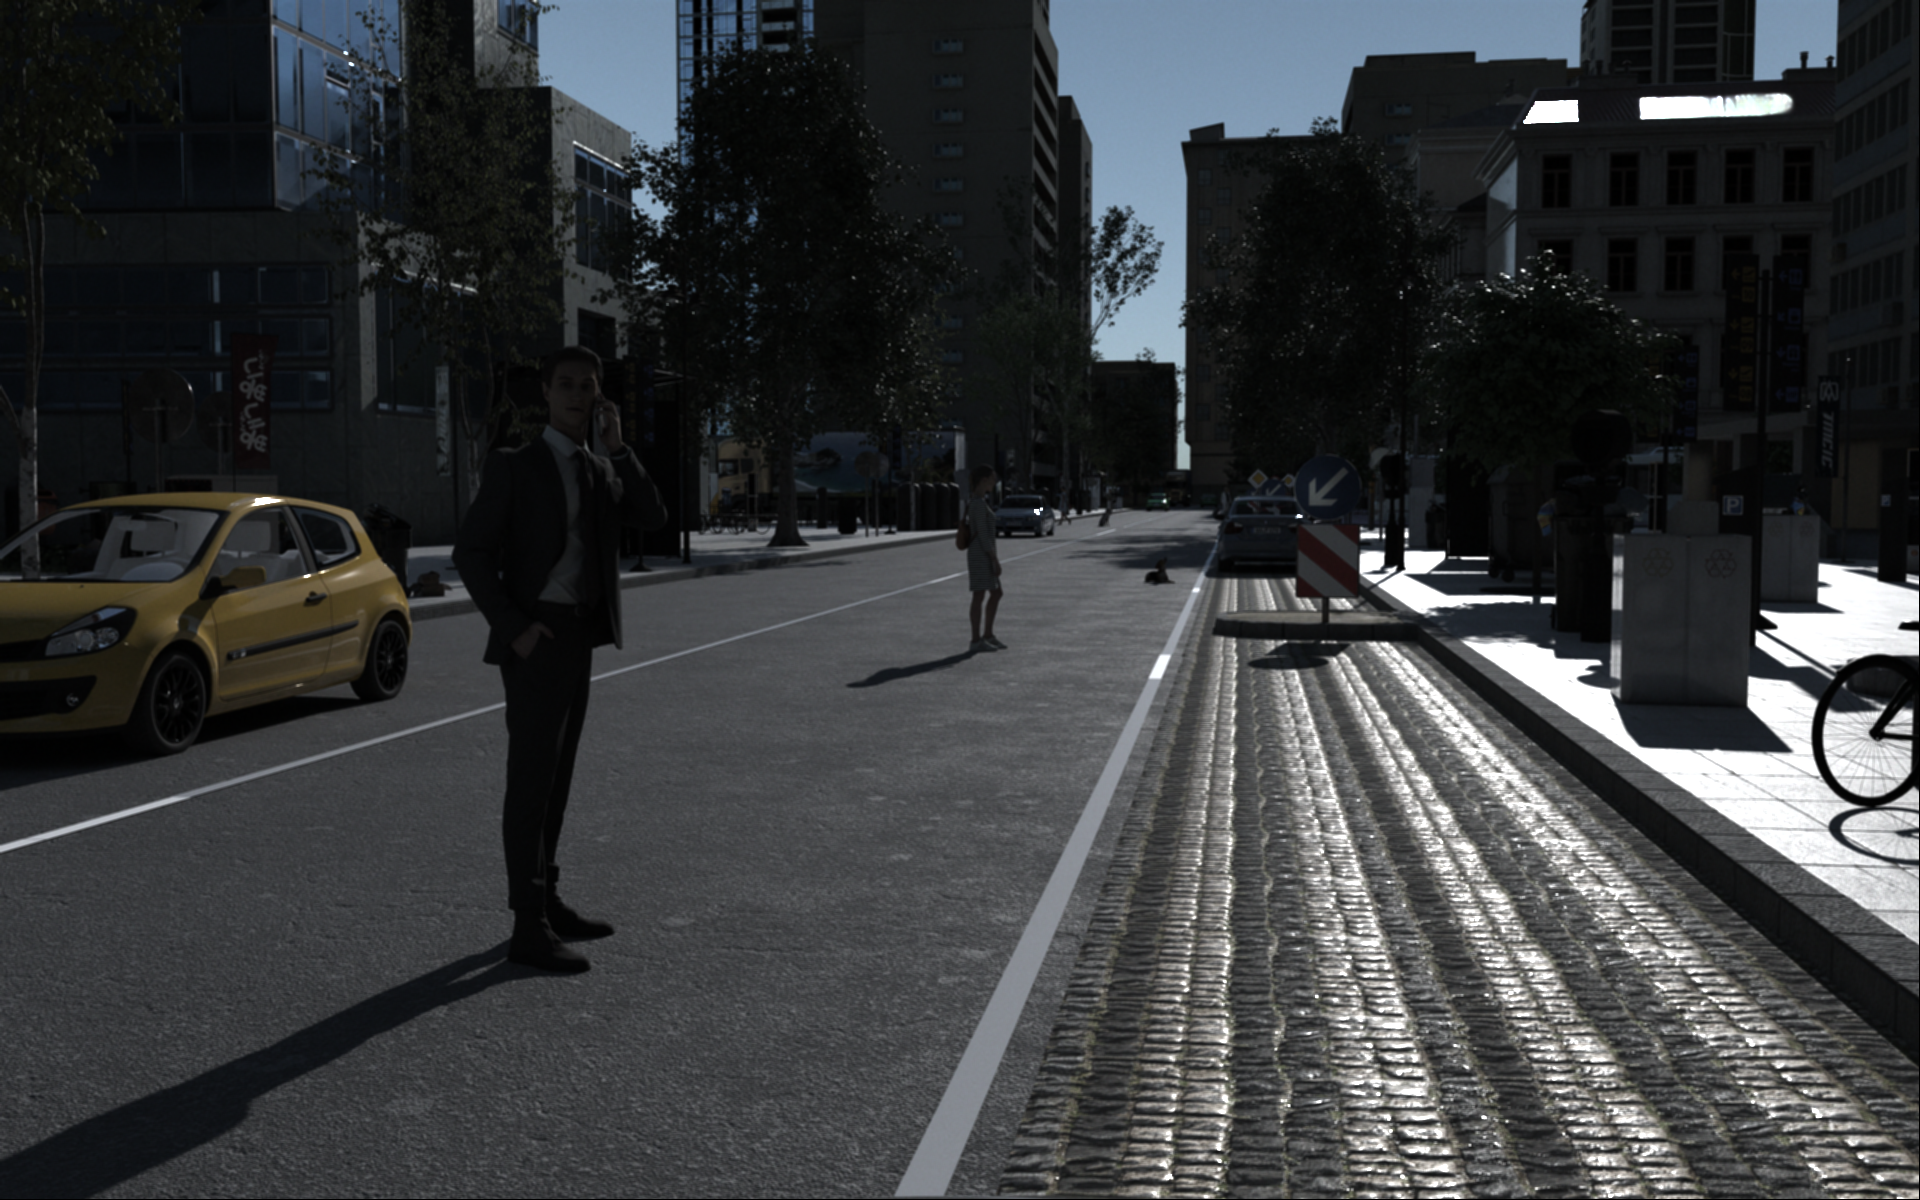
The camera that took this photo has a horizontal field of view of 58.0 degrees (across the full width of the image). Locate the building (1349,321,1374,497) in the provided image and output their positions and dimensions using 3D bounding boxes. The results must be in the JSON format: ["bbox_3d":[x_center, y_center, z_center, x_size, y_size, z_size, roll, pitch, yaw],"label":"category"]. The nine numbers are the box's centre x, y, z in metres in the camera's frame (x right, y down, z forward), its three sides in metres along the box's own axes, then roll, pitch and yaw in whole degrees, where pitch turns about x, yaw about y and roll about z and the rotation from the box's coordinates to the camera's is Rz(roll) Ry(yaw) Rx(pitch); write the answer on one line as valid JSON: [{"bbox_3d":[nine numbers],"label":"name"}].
[{"bbox_3d":[51.419,-19.450,163.039,27.650,21.520,28.899,1,4,9],"label":"building"}]

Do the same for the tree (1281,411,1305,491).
[{"bbox_3d":[25.146,-11.054,131.088,4.737,8.622,4.395,0,3,0],"label":"tree"}]

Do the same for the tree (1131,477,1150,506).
[{"bbox_3d":[19.722,-12.043,191.509,1.663,3.219,1.824,0,3,0],"label":"tree"}]

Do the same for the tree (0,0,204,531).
[{"bbox_3d":[-8.243,-3.934,14.687,4.737,8.622,4.395,0,3,0],"label":"tree"}]

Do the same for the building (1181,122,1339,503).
[{"bbox_3d":[46.398,-40.570,252.559,27.495,52.752,28.713,1,4,9],"label":"building"}]

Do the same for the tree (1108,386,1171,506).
[{"bbox_3d":[18.813,-16.178,182.640,7.486,12.596,7.792,0,3,0],"label":"tree"}]

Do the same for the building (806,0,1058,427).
[{"bbox_3d":[-2.486,-33.041,163.923,21.300,48.544,21.600,1,4,9],"label":"building"}]

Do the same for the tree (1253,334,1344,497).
[{"bbox_3d":[20.275,-10.988,105.414,9.928,11.665,9.643,0,3,0],"label":"tree"}]

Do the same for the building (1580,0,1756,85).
[{"bbox_3d":[97.476,-48.963,238.799,20.611,71.187,20.563,1,4,9],"label":"building"}]

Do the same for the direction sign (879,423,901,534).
[{"bbox_3d":[-2.245,-3.882,55.465,0.876,3.537,0.379,2,4,34],"label":"direction sign"}]

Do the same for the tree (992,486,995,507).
[{"bbox_3d":[2.776,-8.909,140.270,1.663,3.219,1.824,0,3,0],"label":"tree"}]

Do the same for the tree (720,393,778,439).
[{"bbox_3d":[-10.959,-8.649,91.769,4.737,8.622,4.395,0,3,0],"label":"tree"}]

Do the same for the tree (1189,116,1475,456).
[{"bbox_3d":[18.684,-14.012,84.993,12.611,20.169,13.585,0,3,0],"label":"tree"}]

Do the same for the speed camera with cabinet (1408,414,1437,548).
[{"bbox_3d":[11.282,-2.930,42.234,0.660,3.252,2.038,1,4,16],"label":"speed camera with cabinet"}]

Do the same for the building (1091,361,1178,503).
[{"bbox_3d":[17.325,-25.235,257.635,28.899,21.520,27.650,1,4,9],"label":"building"}]

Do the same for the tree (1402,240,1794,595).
[{"bbox_3d":[7.514,-2.381,22.639,4.285,4.588,4.351,0,3,0],"label":"tree"}]

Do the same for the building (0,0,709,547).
[{"bbox_3d":[-25.863,-45.065,49.487,31.000,86.520,22.319,1,4,9],"label":"building"}]

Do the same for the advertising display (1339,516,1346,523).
[{"bbox_3d":[14.235,-3.680,65.374,0.123,1.923,0.974,-3,4,-36],"label":"advertising display"}]

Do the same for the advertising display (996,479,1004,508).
[{"bbox_3d":[1.760,-4.350,76.341,0.123,1.923,0.974,-1,4,-13],"label":"advertising display"}]

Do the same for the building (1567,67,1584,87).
[{"bbox_3d":[73.318,-42.959,244.374,28.212,58.520,21.231,1,4,9],"label":"building"}]

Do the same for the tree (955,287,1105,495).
[{"bbox_3d":[3.436,-9.906,87.720,9.928,11.665,9.643,0,3,0],"label":"tree"}]

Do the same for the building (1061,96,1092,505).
[{"bbox_3d":[4.500,-35.828,209.481,21.600,48.544,21.300,1,4,9],"label":"building"}]

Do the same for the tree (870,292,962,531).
[{"bbox_3d":[-1.768,-6.663,59.299,4.360,8.622,3.978,0,3,0],"label":"tree"}]

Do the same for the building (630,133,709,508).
[{"bbox_3d":[-21.459,-55.051,212.747,31.000,86.520,22.319,1,4,9],"label":"building"}]

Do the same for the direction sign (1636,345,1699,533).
[{"bbox_3d":[10.801,-2.111,26.510,0.876,3.537,0.379,1,4,12],"label":"direction sign"}]

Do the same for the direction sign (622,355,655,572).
[{"bbox_3d":[-5.293,-2.239,28.612,0.379,3.537,0.876,1,4,23],"label":"direction sign"}]

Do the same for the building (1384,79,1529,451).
[{"bbox_3d":[37.225,-20.471,120.604,13.634,28.700,20.117,1,4,9],"label":"building"}]

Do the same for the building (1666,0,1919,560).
[{"bbox_3d":[34.177,-21.131,37.372,32.217,40.220,23.993,1,4,9],"label":"building"}]

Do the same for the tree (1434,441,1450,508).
[{"bbox_3d":[17.351,-4.120,61.969,1.663,3.219,1.824,0,3,0],"label":"tree"}]

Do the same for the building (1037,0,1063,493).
[{"bbox_3d":[0.984,-45.612,184.011,20.563,71.187,20.611,1,4,9],"label":"building"}]

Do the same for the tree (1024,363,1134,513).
[{"bbox_3d":[8.605,-11.338,119.788,7.601,10.594,8.767,2,4,30],"label":"tree"}]

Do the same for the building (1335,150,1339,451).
[{"bbox_3d":[52.014,-34.012,206.209,14.600,45.320,14.200,1,4,9],"label":"building"}]

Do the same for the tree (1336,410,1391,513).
[{"bbox_3d":[26.412,-10.056,114.770,4.737,8.622,4.395,0,3,0],"label":"tree"}]

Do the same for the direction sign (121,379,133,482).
[{"bbox_3d":[-16.571,-2.601,34.528,0.379,3.537,0.876,-1,4,-16],"label":"direction sign"}]

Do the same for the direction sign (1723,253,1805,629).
[{"bbox_3d":[7.628,-1.498,16.493,0.876,3.537,0.379,-1,4,-17],"label":"direction sign"}]

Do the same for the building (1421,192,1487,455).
[{"bbox_3d":[32.677,-14.460,101.052,10.561,19.102,19.286,1,4,9],"label":"building"}]

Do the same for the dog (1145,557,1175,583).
[{"bbox_3d":[3.268,-0.487,28.160,0.550,0.427,0.748,1,4,15],"label":"dog"}]

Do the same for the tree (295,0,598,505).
[{"bbox_3d":[-6.835,-4.501,23.955,4.360,8.622,3.978,0,3,0],"label":"tree"}]

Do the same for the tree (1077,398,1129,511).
[{"bbox_3d":[10.527,-11.094,131.741,4.737,8.622,4.395,0,3,0],"label":"tree"}]

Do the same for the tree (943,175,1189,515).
[{"bbox_3d":[4.988,-15.218,104.701,12.611,20.169,13.585,0,3,0],"label":"tree"}]

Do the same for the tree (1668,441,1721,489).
[{"bbox_3d":[22.812,-3.624,53.857,1.663,3.219,1.824,0,3,0],"label":"tree"}]

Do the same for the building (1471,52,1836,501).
[{"bbox_3d":[36.505,-15.190,84.516,21.152,22.565,11.583,1,4,9],"label":"building"}]

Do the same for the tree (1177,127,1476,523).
[{"bbox_3d":[11.743,-8.422,54.701,9.611,12.733,9.660,0,3,0],"label":"tree"}]

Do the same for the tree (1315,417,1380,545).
[{"bbox_3d":[10.044,-3.019,43.961,1.663,3.219,1.824,0,3,0],"label":"tree"}]

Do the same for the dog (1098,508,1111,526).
[{"bbox_3d":[6.317,-3.684,77.068,0.800,0.831,0.513,0,4,8],"label":"dog"}]

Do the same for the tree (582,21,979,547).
[{"bbox_3d":[-4.352,-7.680,42.570,9.611,12.733,9.660,0,3,0],"label":"tree"}]

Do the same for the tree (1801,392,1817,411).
[{"bbox_3d":[26.428,-4.353,54.879,4.285,4.588,4.351,0,3,0],"label":"tree"}]

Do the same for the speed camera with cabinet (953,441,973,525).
[{"bbox_3d":[-0.028,-4.341,65.307,0.660,3.252,2.038,0,4,-5],"label":"speed camera with cabinet"}]

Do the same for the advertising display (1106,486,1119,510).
[{"bbox_3d":[12.052,-8.124,138.038,0.974,1.923,0.123,3,5,41],"label":"advertising display"}]

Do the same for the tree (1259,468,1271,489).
[{"bbox_3d":[33.679,-12.571,189.250,4.285,4.588,4.351,0,3,0],"label":"tree"}]

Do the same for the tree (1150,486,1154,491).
[{"bbox_3d":[23.041,-13.448,214.478,1.663,3.219,1.824,0,3,0],"label":"tree"}]

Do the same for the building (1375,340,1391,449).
[{"bbox_3d":[40.184,-18.901,138.701,12.332,23.373,15.834,1,4,9],"label":"building"}]

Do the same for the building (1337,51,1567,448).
[{"bbox_3d":[52.559,-34.487,187.558,21.300,48.544,21.600,1,4,9],"label":"building"}]
